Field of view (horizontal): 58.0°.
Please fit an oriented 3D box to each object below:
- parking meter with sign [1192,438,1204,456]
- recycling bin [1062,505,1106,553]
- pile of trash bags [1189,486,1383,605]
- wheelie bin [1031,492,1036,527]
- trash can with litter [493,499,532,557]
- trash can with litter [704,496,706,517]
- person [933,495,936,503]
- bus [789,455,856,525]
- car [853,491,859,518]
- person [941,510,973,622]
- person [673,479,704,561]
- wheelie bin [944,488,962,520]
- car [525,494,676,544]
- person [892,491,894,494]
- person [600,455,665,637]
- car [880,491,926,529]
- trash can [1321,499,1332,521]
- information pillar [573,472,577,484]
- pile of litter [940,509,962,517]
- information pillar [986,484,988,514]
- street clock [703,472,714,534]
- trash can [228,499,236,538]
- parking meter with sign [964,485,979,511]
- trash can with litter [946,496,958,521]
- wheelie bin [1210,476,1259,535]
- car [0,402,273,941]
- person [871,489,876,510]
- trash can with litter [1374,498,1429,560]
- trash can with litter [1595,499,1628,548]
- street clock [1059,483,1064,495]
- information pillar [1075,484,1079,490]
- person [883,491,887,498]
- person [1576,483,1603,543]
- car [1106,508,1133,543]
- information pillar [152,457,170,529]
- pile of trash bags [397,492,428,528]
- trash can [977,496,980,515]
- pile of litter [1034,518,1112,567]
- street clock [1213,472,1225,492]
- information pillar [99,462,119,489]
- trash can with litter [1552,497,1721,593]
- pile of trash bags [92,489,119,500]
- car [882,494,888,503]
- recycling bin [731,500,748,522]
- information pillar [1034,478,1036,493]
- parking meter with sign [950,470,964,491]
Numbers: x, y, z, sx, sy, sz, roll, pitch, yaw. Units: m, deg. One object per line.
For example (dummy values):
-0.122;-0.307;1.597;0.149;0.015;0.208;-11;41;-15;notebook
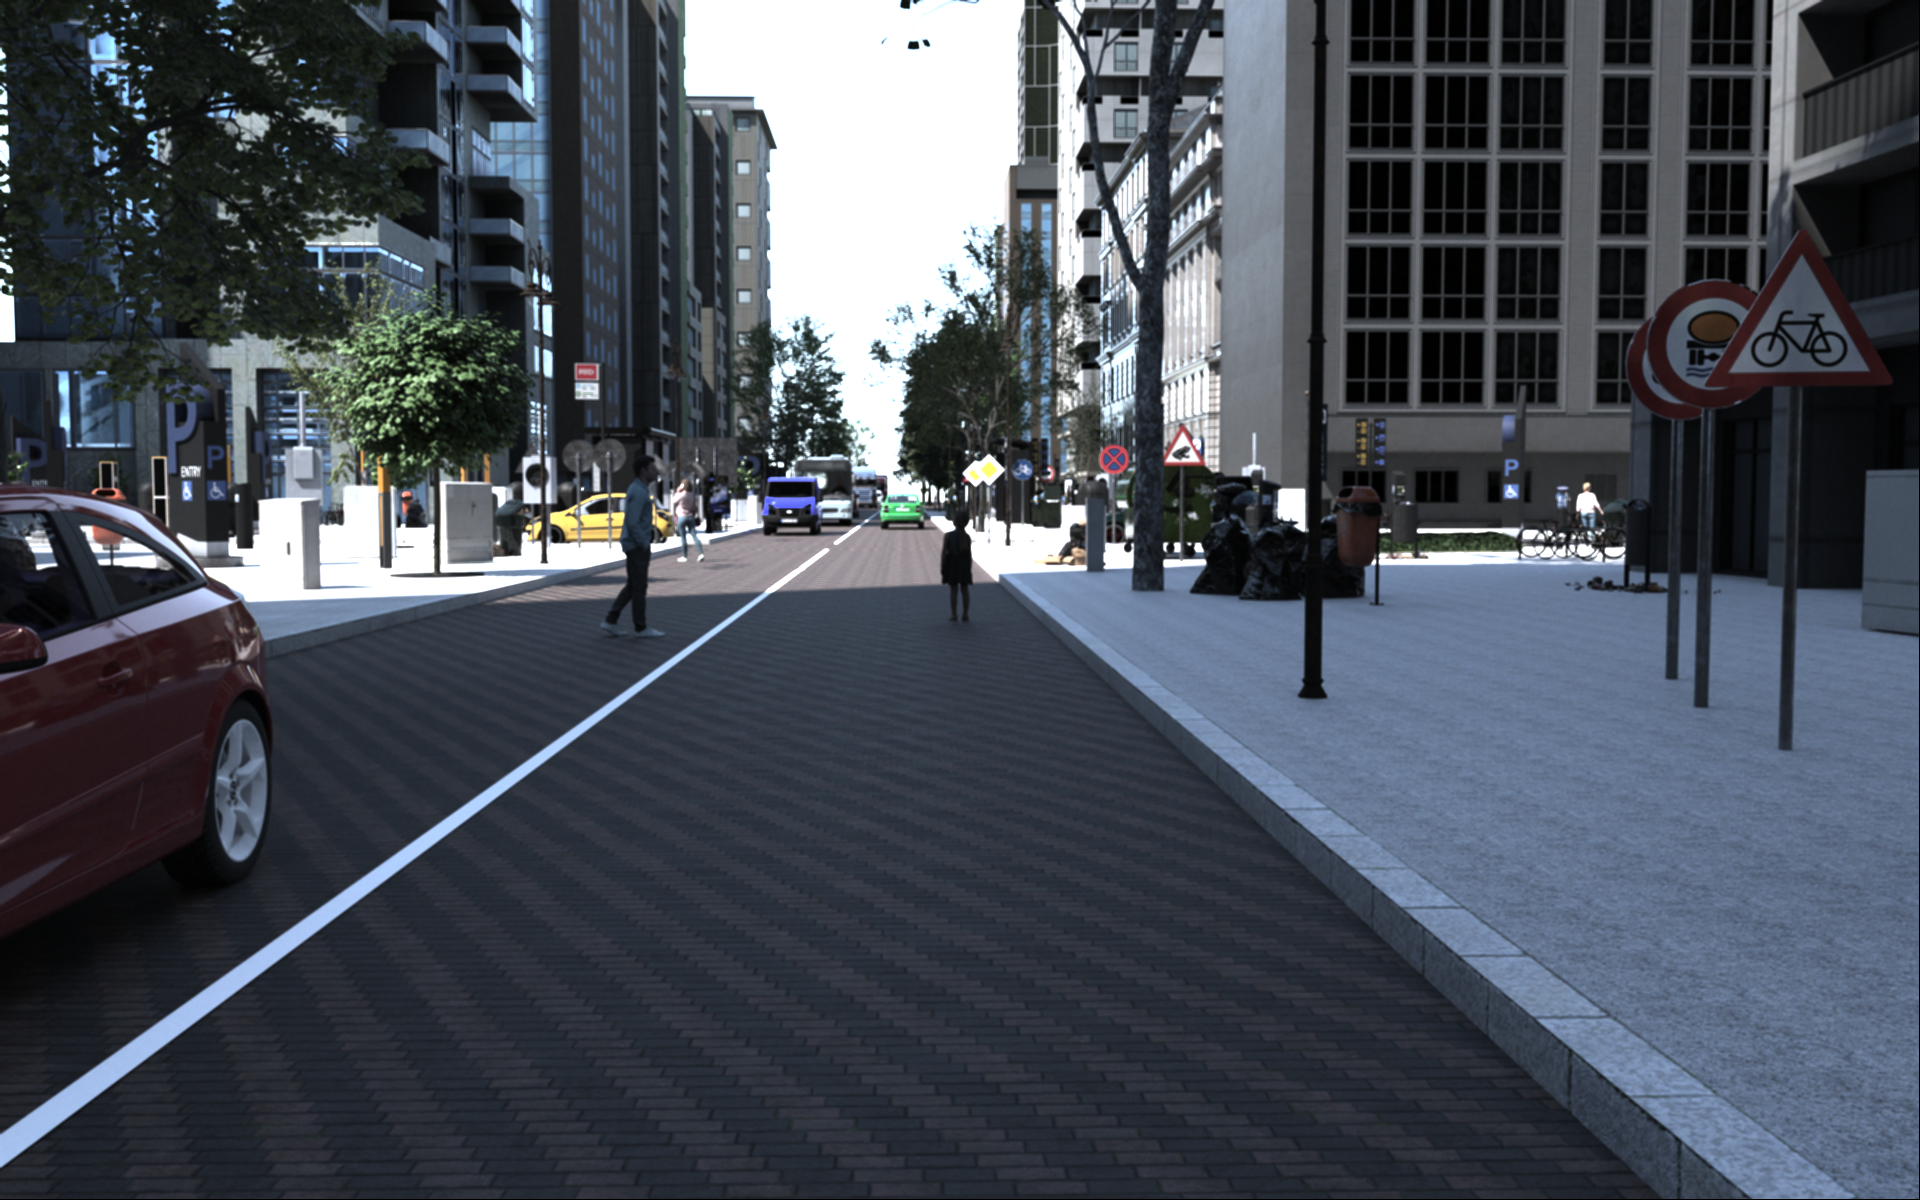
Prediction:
6.716;-3.531;53.989;1.738;3.016;0.543;-2;4;-27;parking meter with sign
2.722;-1.555;37.975;0.722;1.027;0.722;-3;5;-40;recycling bin
4.235;-0.708;21.330;1.912;1.369;3.447;-1;4;-15;pile of trash bags
3.096;-3.625;67.169;0.693;1.594;0.980;0;4;2;wheelie bin
-9.308;-1.472;35.449;0.624;1.170;1.055;1;4;22;trash can with litter
-14.364;-5.135;95.348;1.055;1.170;0.624;2;4;32;trash can with litter
-3.128;-11.968;207.399;0.599;1.433;0.991;2;4;35;person
-6.344;-5.318;81.809;2.948;3.499;13.247;0;4;-3;bus
-7.312;-6.008;106.905;2.281;1.827;5.304;0;4;-1;car
-0.038;-0.384;19.445;0.362;1.253;0.373;-1;4;-11;person
-5.736;-1.696;36.813;0.593;1.750;0.643;-3;4;-38;person
-0.340;-4.740;85.406;0.693;1.594;0.980;-2;4;-34;wheelie bin
-9.719;-2.244;46.910;3.980;1.641;2.015;0;4;-3;car
-8.576;-13.159;223.628;0.705;1.826;1.348;-1;4;-21;person
-3.298;-0.543;17.391;0.620;1.820;0.660;-1;4;-19;person
-2.377;-3.868;72.038;1.959;1.807;4.718;0;4;-1;car
11.480;-2.656;55.081;0.748;1.137;0.748;0;3;0;trash can
-19.836;-5.998;89.421;0.183;3.616;0.504;1;4;14;information pillar
-0.251;-5.151;98.175;1.719;0.858;1.176;2;4;33;pile of litter
1.605;-7.043;106.504;0.183;3.616;0.504;1;4;15;information pillar
-8.125;-3.148;56.046;0.358;2.002;0.471;1;4;11;street clock
-21.532;-2.395;50.819;0.748;1.137;0.748;0;3;0;trash can
1.301;-7.008;110.848;1.738;3.016;0.543;1;4;11;parking meter with sign
-0.139;-4.265;81.122;1.055;1.170;0.624;1;4;22;trash can with litter
4.824;-1.378;30.435;0.980;1.594;0.693;2;4;25;wheelie bin
-3.460;0.253;4.903;2.155;1.783;4.494;0;4;-3;car
-8.047;-9.349;160.986;0.705;1.869;1.348;-1;4;-9;person
8.357;-1.417;34.224;2.233;1.210;1.678;0;4;-2;trash can with litter
15.629;-1.839;41.458;0.624;1.170;1.055;3;5;45;trash can with litter
6.516;-6.575;112.063;0.358;2.002;0.471;-1;4;-21;street clock
8.180;-7.099;120.567;0.304;2.012;0.304;2;4;26;information pillar
-10.112;-13.925;236.132;0.705;1.831;1.348;-3;4;-39;person
17.149;-2.317;47.059;0.731;1.740;0.598;1;4;16;person
5.313;-2.267;46.855;4.222;1.686;2.009;0;3;0;car
-15.730;-1.820;34.244;0.304;2.012;0.304;0;4;5;information pillar
-21.264;-3.450;66.152;1.912;1.369;3.447;-1;4;-13;pile of trash bags
0.915;-5.563;102.605;0.748;1.137;0.748;0;3;0;trash can
2.020;-1.058;31.258;1.176;0.858;1.719;-1;4;-21;pile of litter
8.431;-3.193;56.768;0.471;2.002;0.358;-1;4;-23;street clock
-19.355;-2.137;39.435;0.304;2.012;0.304;0;4;-7;information pillar
8.997;-0.748;23.292;1.678;1.210;2.233;-1;4;-9;trash can with litter
-15.376;-1.124;28.128;3.447;1.369;1.912;-1;4;-17;pile of trash bags
-5.537;-8.272;145.036;2.009;1.686;4.222;0;4;-2;car
-10.114;-4.105;79.676;0.722;1.027;0.722;-1;4;-20;recycling bin
3.238;-4.455;77.332;0.304;2.012;0.304;0;4;5;information pillar
0.099;-7.972;126.596;1.738;3.016;0.543;0;4;6;parking meter with sign
